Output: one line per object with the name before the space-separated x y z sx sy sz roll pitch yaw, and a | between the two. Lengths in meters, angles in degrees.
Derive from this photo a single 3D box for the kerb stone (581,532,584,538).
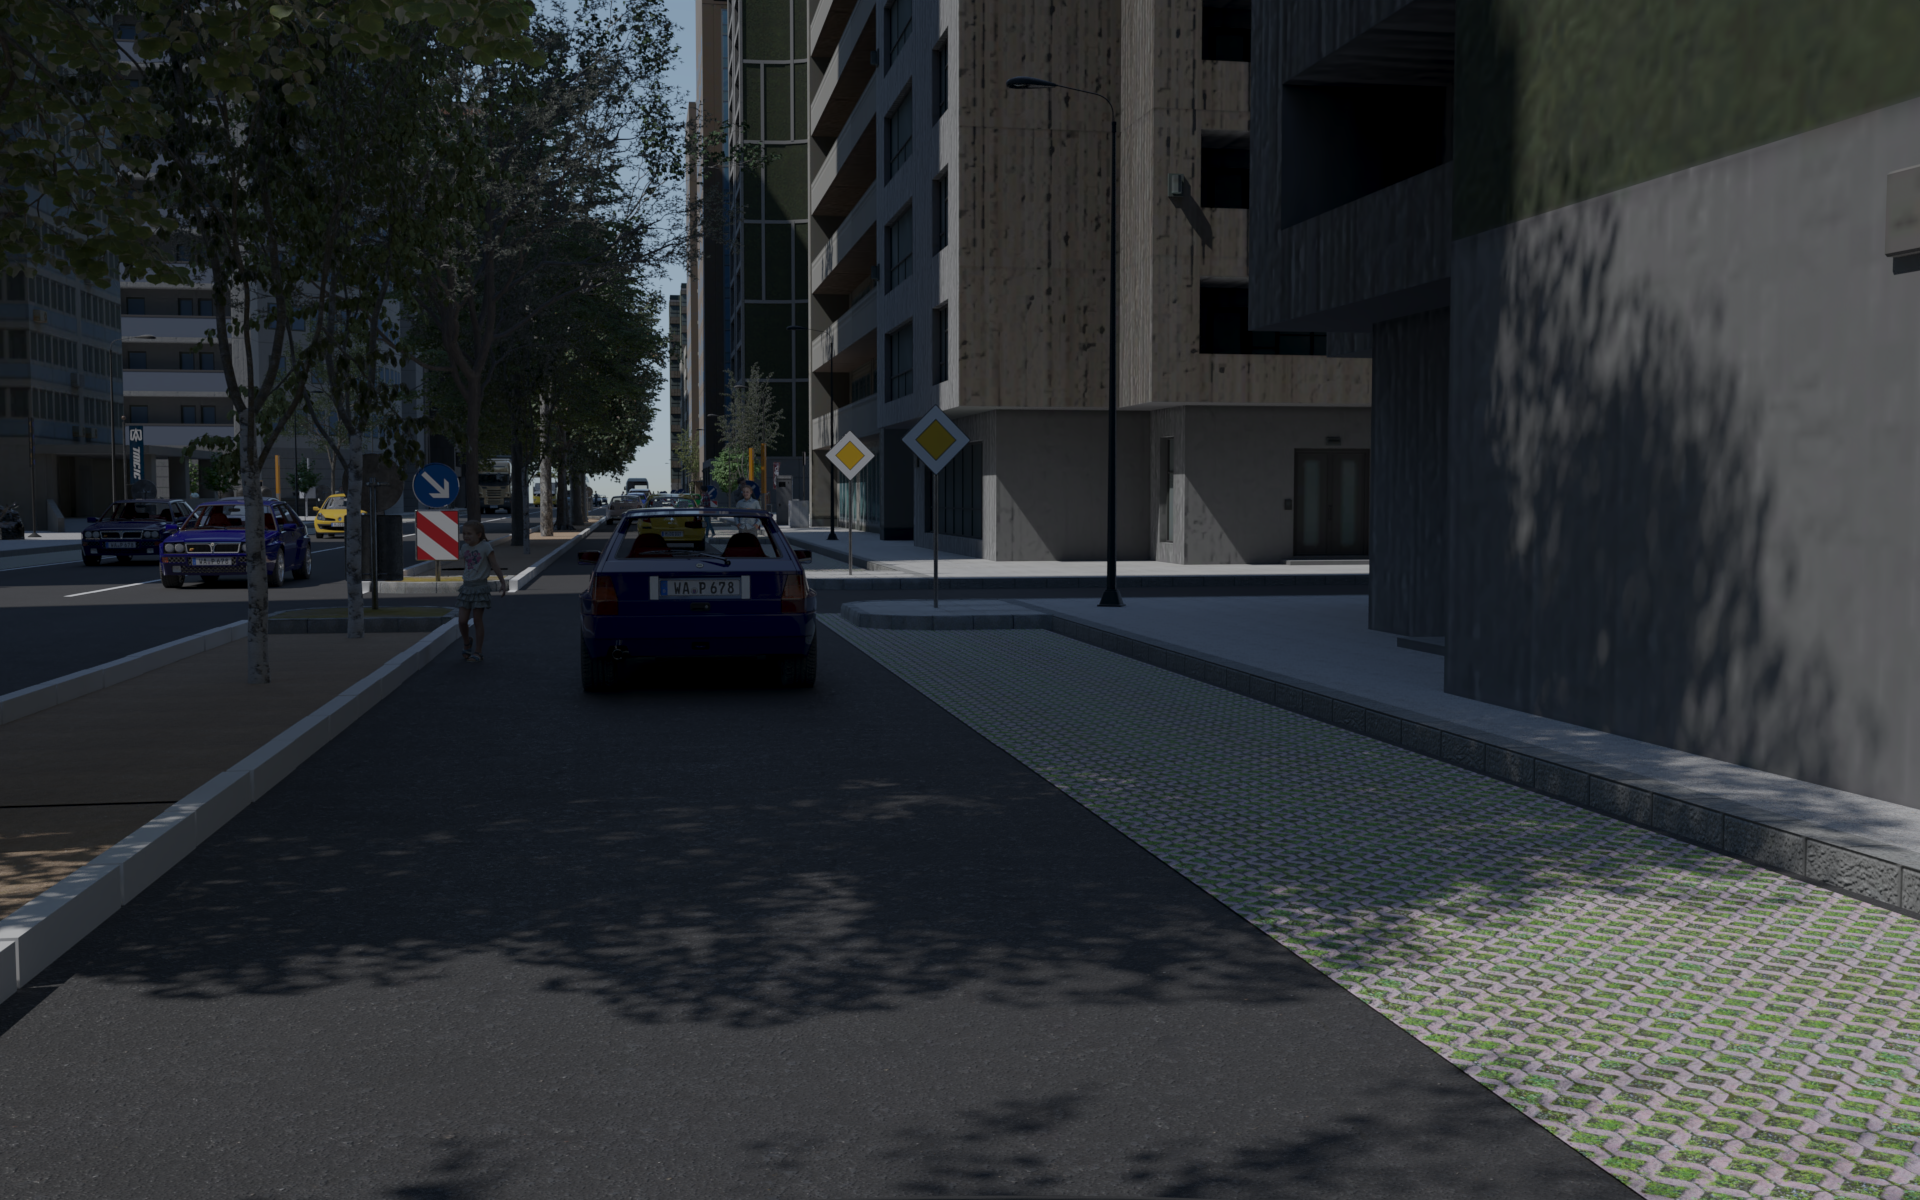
kerb stone | -11.968 -1.970 54.405 0.120 0.150 1.000 -1 4 -10

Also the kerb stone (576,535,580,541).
kerb stone | -11.217 -1.724 50.375 0.120 0.150 1.000 -1 4 -10

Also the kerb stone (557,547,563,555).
kerb stone | -9.153 -1.045 39.285 0.120 0.150 1.000 -1 4 -10

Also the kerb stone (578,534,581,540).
kerb stone | -11.400 -1.784 51.381 0.120 0.150 1.000 -1 4 -10

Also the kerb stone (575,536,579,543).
kerb stone | -11.023 -1.662 49.365 0.120 0.150 1.000 -1 4 -10

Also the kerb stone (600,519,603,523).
kerb stone | -16.827 -3.573 80.607 0.120 0.150 1.000 -1 4 -10

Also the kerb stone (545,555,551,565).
kerb stone | -8.223 -0.738 34.258 0.120 0.150 1.000 -1 4 -10

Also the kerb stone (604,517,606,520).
kerb stone | -18.141 -4.004 87.663 0.120 0.150 1.000 -1 4 -10

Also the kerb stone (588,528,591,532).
kerb stone | -13.280 -2.395 61.473 0.120 0.150 1.000 -1 4 -10

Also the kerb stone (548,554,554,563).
kerb stone | -8.405 -0.799 35.266 0.120 0.150 1.000 -1 4 -10

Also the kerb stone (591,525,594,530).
kerb stone | -14.023 -2.647 65.500 0.120 0.150 1.000 -1 4 -10

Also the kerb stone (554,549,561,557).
kerb stone | -8.960 -0.984 38.281 0.120 0.150 1.000 -1 4 -10

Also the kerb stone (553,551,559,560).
kerb stone | -8.778 -0.916 37.276 0.120 0.150 1.000 -1 4 -10

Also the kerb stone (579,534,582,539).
kerb stone | -11.589 -1.847 52.392 0.120 0.150 1.000 -1 4 -10

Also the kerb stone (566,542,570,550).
kerb stone | -9.906 -1.290 43.317 0.120 0.150 1.000 -1 4 -10

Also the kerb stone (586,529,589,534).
kerb stone | -12.902 -2.278 59.450 0.120 0.150 1.000 -1 4 -10

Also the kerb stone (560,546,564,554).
kerb stone | -9.348 -1.107 40.295 0.120 0.150 1.000 -1 4 -10

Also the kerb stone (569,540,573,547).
kerb stone | -10.273 -1.415 45.328 0.120 0.150 1.000 -1 4 -10

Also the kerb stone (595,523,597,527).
kerb stone | -14.959 -2.957 70.538 0.120 0.150 1.000 -1 4 -10

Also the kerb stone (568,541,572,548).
kerb stone | -10.085 -1.353 44.323 0.120 0.150 1.000 -1 4 -10

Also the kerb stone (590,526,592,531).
kerb stone | -13.650 -2.520 63.490 0.120 0.150 1.000 -1 4 -10

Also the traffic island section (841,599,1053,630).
traffic island section | -0.254 0.167 19.553 2.009 0.180 2.903 -1 4 -10

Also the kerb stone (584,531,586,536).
kerb stone | -12.333 -2.091 56.422 0.120 0.150 1.000 -1 4 -10

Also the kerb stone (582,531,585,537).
kerb stone | -12.149 -2.028 55.413 0.120 0.150 1.000 -1 4 -10

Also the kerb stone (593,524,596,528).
kerb stone | -14.590 -2.833 68.517 0.120 0.150 1.000 -1 4 -10

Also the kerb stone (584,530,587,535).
kerb stone | -12.524 -2.154 57.426 0.120 0.150 1.000 -1 4 -10

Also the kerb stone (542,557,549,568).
kerb stone | -8.026 -0.676 33.252 0.120 0.150 1.000 -1 4 -10

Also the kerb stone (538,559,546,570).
kerb stone | -7.846 -0.614 32.237 0.120 0.150 1.000 -1 4 -10

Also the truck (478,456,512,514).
truck | -34.235 -8.536 128.480 2.839 4.237 11.283 -1 4 -11

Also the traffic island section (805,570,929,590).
traffic island section | -1.713 -0.313 27.404 2.009 0.180 2.903 -1 4 -10

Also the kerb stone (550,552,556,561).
kerb stone | -8.594 -0.861 36.270 0.120 0.150 1.000 -1 4 -10

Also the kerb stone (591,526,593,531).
kerb stone | -13.832 -2.587 64.496 0.120 0.150 1.000 -1 4 -10

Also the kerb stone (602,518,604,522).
kerb stone | -17.393 -3.757 83.629 0.120 0.150 1.000 -1 4 -10

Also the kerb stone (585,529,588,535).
kerb stone | -12.711 -2.216 58.431 0.120 0.150 1.000 -1 4 -10

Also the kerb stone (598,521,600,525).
kerb stone | -15.908 -3.263 75.579 0.120 0.150 1.000 -1 4 -10

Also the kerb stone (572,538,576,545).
kerb stone | -10.654 -1.534 47.352 0.120 0.150 1.000 -1 4 -10

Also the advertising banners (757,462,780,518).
advertising banners | -10.491 -5.966 93.725 0.090 3.025 2.074 3 5 43

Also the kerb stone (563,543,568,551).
kerb stone | -9.710 -1.230 42.314 0.120 0.150 1.000 -1 4 -10

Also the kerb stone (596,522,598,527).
kerb stone | -15.331 -3.080 72.559 0.120 0.150 1.000 -1 4 -10

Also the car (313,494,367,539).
car | -20.194 -2.871 57.162 2.015 1.641 3.980 -1 4 -12

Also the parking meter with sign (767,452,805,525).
parking meter with sign | -7.285 -4.614 71.694 1.738 3.016 0.543 0 4 -3

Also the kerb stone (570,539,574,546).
kerb stone | -10.465 -1.477 46.344 0.120 0.150 1.000 -1 4 -10

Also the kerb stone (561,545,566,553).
kerb stone | -9.534 -1.163 41.301 0.120 0.150 1.000 -1 4 -10

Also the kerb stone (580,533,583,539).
kerb stone | -11.782 -1.906 53.401 0.120 0.150 1.000 -1 4 -10

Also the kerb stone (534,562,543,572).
kerb stone | -7.658 -0.553 31.232 0.120 0.150 1.000 -1 4 -10

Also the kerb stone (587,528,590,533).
kerb stone | -13.084 -2.341 60.463 0.120 0.150 1.000 -1 4 -10

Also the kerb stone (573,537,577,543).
kerb stone | -10.837 -1.600 48.357 0.120 0.150 1.000 -1 4 -10
